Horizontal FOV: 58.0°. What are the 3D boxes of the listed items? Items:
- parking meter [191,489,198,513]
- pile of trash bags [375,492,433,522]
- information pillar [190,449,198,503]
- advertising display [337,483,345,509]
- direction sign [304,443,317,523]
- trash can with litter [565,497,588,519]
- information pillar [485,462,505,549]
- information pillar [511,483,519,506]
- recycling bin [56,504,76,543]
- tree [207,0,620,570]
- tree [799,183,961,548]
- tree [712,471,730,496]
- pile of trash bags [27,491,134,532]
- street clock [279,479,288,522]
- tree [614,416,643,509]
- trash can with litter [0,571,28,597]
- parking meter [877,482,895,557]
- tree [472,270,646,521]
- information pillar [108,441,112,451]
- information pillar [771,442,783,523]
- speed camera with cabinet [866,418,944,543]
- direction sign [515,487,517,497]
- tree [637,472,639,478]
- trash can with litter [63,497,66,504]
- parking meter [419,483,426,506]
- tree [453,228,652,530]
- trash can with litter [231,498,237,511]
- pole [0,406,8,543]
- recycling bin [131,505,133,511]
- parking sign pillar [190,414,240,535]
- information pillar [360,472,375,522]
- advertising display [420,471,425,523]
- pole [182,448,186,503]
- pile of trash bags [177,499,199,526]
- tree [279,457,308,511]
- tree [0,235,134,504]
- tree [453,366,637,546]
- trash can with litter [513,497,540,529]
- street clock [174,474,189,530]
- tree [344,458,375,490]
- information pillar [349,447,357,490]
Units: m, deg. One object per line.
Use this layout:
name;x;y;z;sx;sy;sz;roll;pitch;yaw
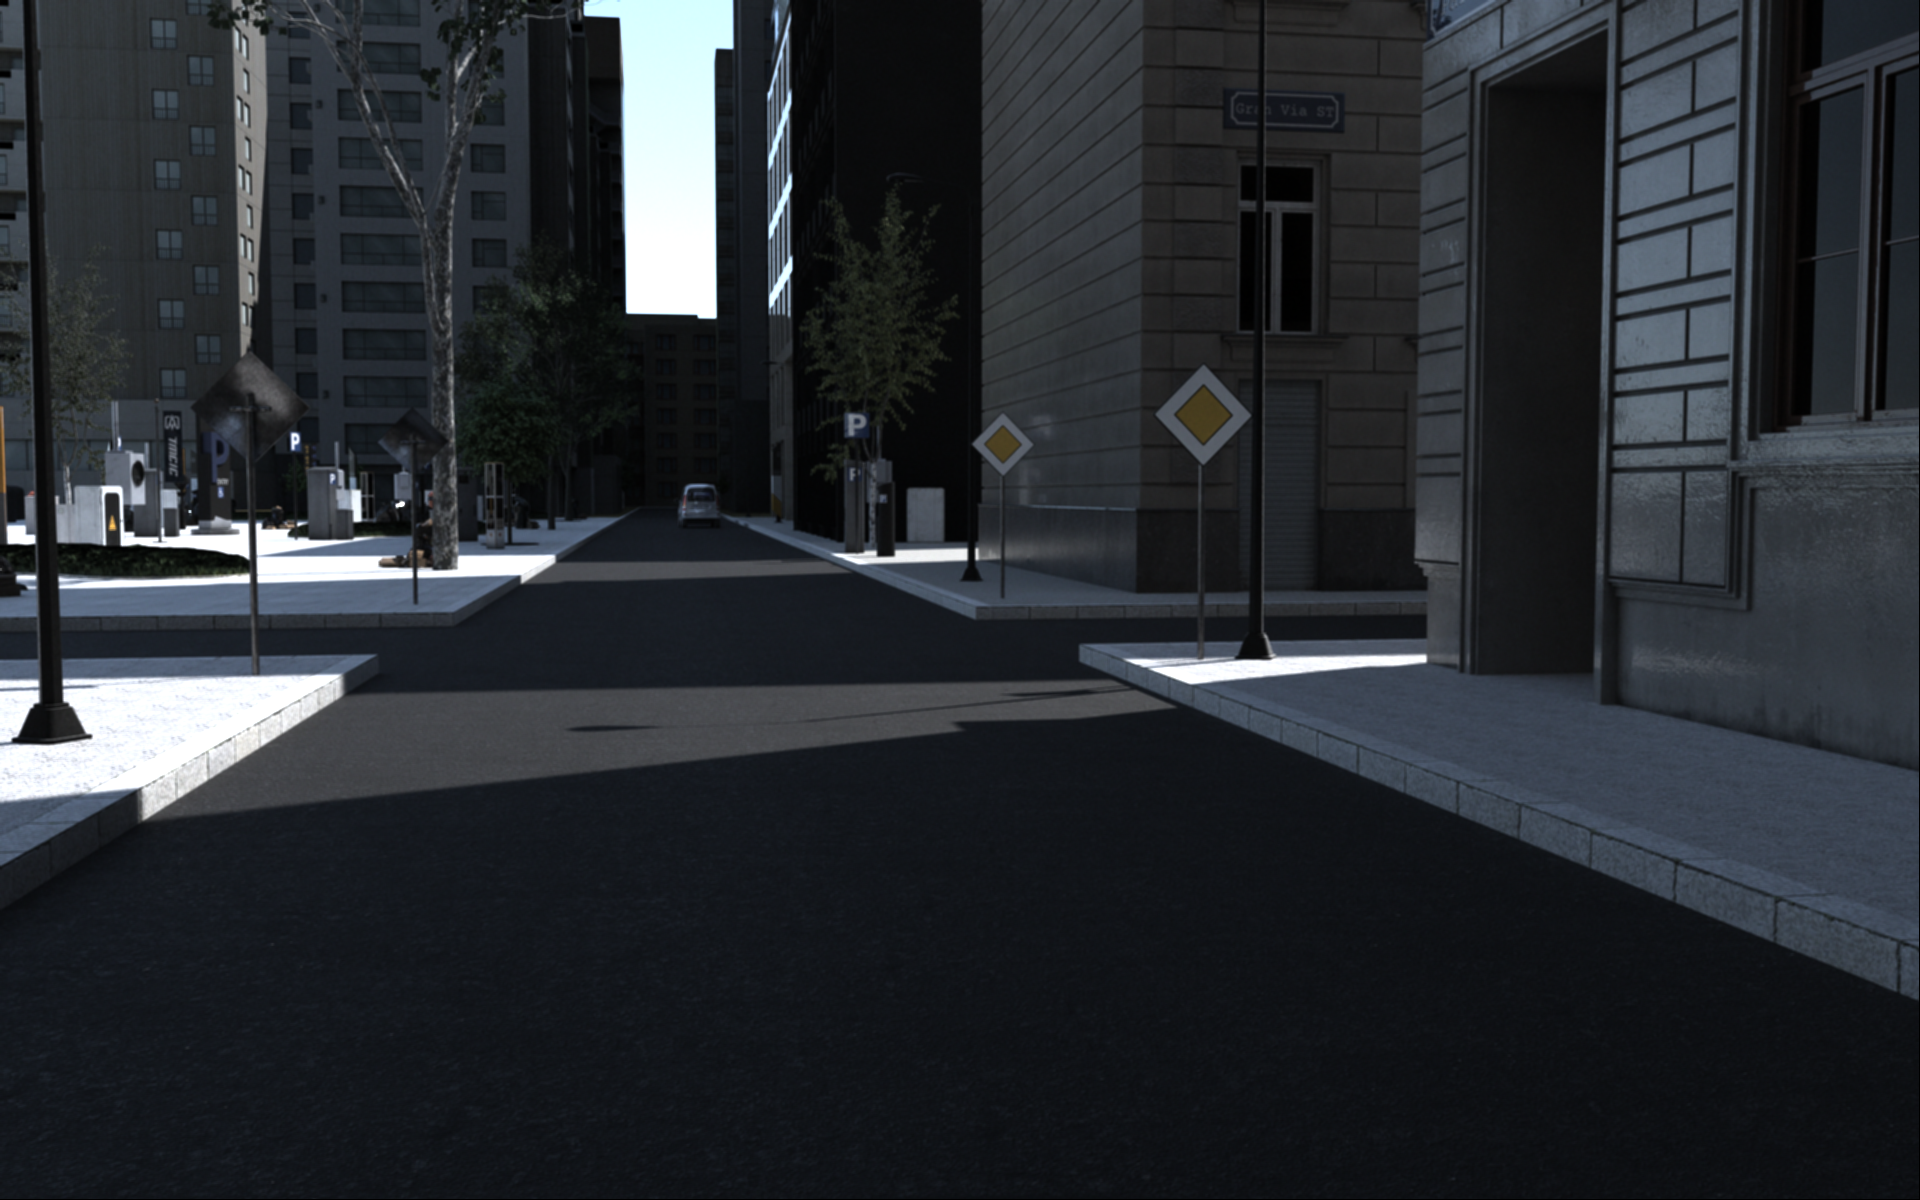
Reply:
parking meter;-39.067;-4.896;88.466;0.372;1.533;0.369;0;3;0
pile of trash bags;-21.749;-3.630;69.102;1.912;1.369;3.447;1;4;15
information pillar;-40.063;-6.082;90.796;0.504;3.616;0.183;0;4;-1
advertising display;-32.391;-5.179;89.887;0.974;1.923;0.123;1;4;9
direction sign;-28.844;-5.195;76.938;0.379;3.537;0.876;1;4;14
trash can with litter;-19.376;-4.659;87.557;1.055;1.170;0.624;-3;5;-40
information pillar;-10.831;-2.192;40.332;0.304;2.012;0.304;2;4;27
information pillar;-23.563;-5.334;91.702;0.304;2.012;0.304;1;4;10
recycling bin;-22.222;-1.858;42.933;0.722;1.027;0.722;3;5;43
tree;-10.079;-10.608;29.327;12.611;20.169;13.585;0;3;0
tree;-2.075;-5.575;41.507;4.737;8.622;4.395;0;3;0
tree;-20.153;-9.277;146.288;1.663;3.219;1.824;0;3;0
pile of trash bags;-29.590;-2.977;58.429;3.447;1.369;1.912;-1;4;-17
street clock;-31.536;-4.660;80.761;0.358;2.002;0.471;-1;4;-21
tree;-29.688;-12.367;152.561;4.360;8.622;3.978;0;3;0
trash can with litter;-12.218;-0.618;21.486;0.624;1.170;1.055;2;4;26
parking meter;-1.525;-1.663;35.602;0.372;1.533;0.369;0;3;0
tree;-18.574;-9.512;81.271;9.928;11.665;9.643;0;3;0
information pillar;-37.415;-5.196;76.303;0.183;3.616;0.504;-3;4;-37
information pillar;-8.224;-5.284;77.752;0.504;3.616;0.183;-3;5;-41
speed camera with cabinet;-1.435;-3.133;45.558;2.038;3.252;0.660;0;4;-1
direction sign;-18.323;-4.862;71.491;0.379;3.537;0.876;1;4;13
tree;-28.617;-9.893;145.471;4.285;4.588;4.351;0;3;0
trash can with litter;-44.752;-4.625;86.678;2.233;1.210;1.678;3;4;36
parking meter;-27.721;-5.117;89.382;0.399;1.863;0.255;-2;4;-24
tree;-14.853;-7.793;61.836;8.767;10.594;7.601;1;4;16
trash can with litter;-36.637;-4.650;87.409;0.624;1.170;1.055;3;4;36
pole;-22.292;-2.839;40.254;0.158;3.312;0.155;0;3;0
recycling bin;-37.212;-4.053;78.814;0.722;1.027;0.722;3;5;41
parking sign pillar;-23.482;-4.039;54.511;1.447;3.967;1.447;0;4;5
information pillar;-19.836;-3.272;57.996;0.304;2.012;0.304;2;4;28
advertising display;-15.244;-2.686;49.133;0.123;1.923;0.974;-1;4;-17
pole;-34.699;-5.113;77.435;0.158;3.312;0.155;0;3;0
pile of trash bags;-30.949;-3.695;70.161;3.447;1.369;1.912;2;4;30
tree;-34.298;-5.797;89.375;1.663;3.219;1.824;0;3;0
tree;-24.573;-5.936;47.409;4.360;8.622;3.978;0;3;0
tree;-11.306;-3.666;43.653;4.285;4.588;4.351;0;3;0
trash can with litter;-15.909;-3.199;63.698;1.055;1.170;0.624;2;4;25
street clock;-28.135;-3.550;62.609;0.471;2.002;0.358;0;4;-4
tree;-31.807;-5.935;91.644;1.663;3.219;1.824;0;3;0
information pillar;-30.036;-5.770;85.696;0.504;3.616;0.183;3;4;37
